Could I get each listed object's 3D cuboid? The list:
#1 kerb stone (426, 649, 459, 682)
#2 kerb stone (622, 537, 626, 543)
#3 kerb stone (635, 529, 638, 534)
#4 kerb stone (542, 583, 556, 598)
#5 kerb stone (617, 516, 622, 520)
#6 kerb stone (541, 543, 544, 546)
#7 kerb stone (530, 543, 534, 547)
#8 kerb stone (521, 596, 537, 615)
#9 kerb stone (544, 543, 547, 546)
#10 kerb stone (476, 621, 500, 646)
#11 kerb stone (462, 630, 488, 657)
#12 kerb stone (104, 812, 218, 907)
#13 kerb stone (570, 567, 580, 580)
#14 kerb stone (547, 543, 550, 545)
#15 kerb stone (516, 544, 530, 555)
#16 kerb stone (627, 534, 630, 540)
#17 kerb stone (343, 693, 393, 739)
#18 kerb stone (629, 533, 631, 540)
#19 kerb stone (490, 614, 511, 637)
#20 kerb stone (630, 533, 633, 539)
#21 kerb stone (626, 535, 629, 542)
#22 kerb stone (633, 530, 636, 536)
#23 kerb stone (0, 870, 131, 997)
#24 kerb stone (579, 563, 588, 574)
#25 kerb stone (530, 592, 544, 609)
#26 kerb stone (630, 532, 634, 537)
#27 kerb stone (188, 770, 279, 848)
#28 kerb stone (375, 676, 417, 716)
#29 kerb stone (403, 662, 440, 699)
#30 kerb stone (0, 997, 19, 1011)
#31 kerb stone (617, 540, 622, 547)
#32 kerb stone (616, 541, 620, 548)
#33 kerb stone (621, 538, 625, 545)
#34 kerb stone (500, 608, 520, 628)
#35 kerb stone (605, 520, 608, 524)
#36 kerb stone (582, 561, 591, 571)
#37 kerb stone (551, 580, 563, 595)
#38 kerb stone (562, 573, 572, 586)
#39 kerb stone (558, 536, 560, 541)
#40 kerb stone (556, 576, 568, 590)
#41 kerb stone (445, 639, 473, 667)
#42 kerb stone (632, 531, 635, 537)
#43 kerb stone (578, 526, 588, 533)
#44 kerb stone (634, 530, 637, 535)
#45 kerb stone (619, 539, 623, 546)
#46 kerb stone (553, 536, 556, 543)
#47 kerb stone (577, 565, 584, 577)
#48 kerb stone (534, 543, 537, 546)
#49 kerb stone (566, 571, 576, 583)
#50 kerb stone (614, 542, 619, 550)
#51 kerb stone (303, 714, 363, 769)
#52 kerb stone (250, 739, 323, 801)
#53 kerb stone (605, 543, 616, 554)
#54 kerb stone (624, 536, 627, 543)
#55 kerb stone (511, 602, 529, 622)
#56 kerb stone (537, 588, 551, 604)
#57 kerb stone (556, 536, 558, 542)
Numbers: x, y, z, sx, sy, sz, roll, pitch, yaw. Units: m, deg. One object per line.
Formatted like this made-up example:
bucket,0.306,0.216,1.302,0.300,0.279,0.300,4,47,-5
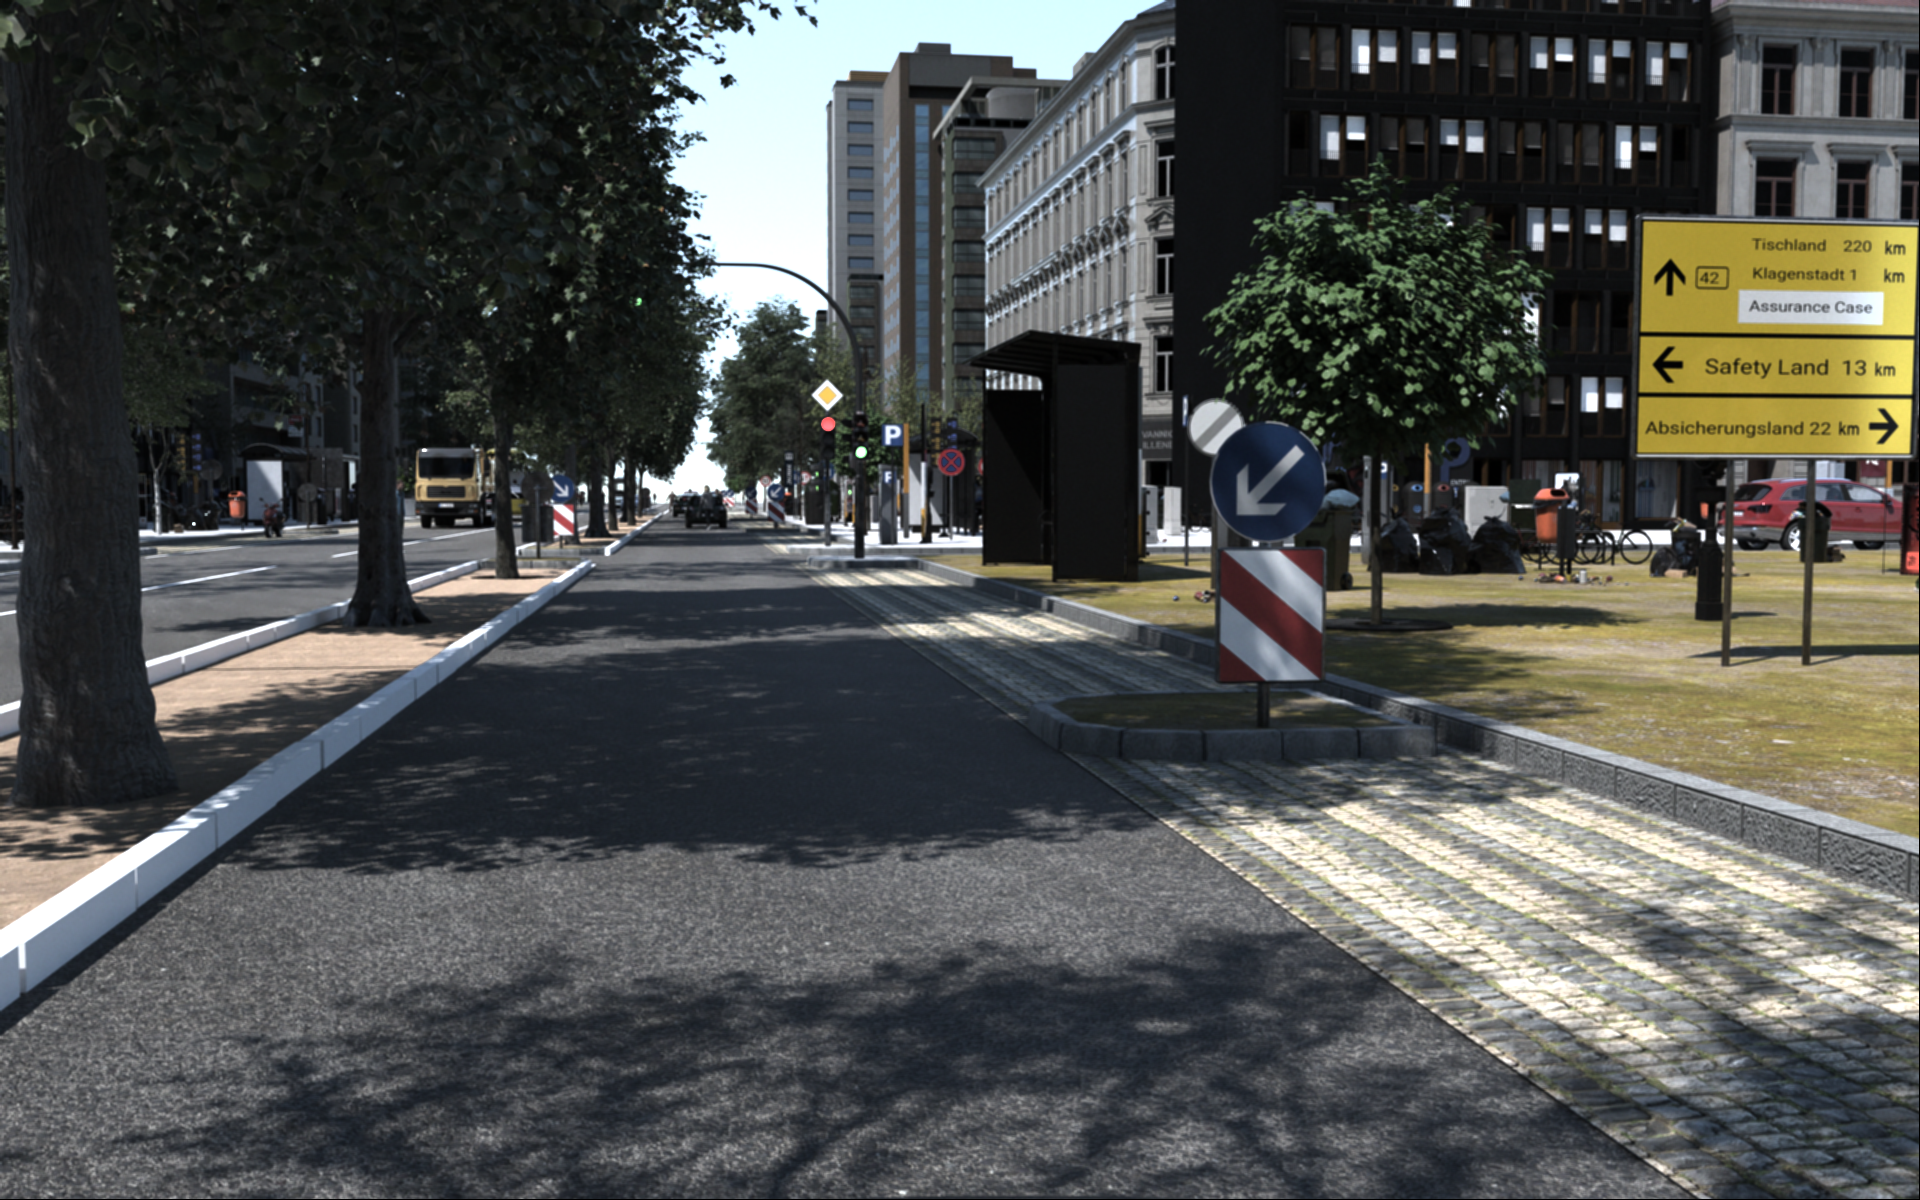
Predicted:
kerb stone,-4.076,0.528,13.567,0.120,0.150,1.000,-1,4,-9
kerb stone,-9.517,-1.615,48.593,0.120,0.150,1.000,-1,4,-9
kerb stone,-11.085,-2.233,58.711,0.120,0.150,1.000,-1,4,-9
kerb stone,-5.662,-0.093,23.713,0.120,0.150,1.000,-1,4,-9
kerb stone,-19.758,-4.812,100.889,0.120,0.150,1.000,-1,4,-9
kerb stone,-11.267,-1.466,46.168,0.120,0.150,1.000,-1,4,-9
kerb stone,-10.790,-1.281,43.132,0.120,0.150,1.000,-1,4,-9
kerb stone,-5.181,0.093,20.675,0.120,0.150,1.000,-1,4,-9
kerb stone,-11.423,-1.528,47.180,0.120,0.150,1.000,-1,4,-9
kerb stone,-4.552,0.341,16.621,0.120,0.150,1.000,-1,4,-9
kerb stone,-4.400,0.406,15.601,0.120,0.150,1.000,-1,4,-9
kerb stone,-2.980,0.968,6.470,0.120,0.150,1.000,-1,4,-9
kerb stone,-6.444,-0.402,28.766,0.120,0.150,1.000,-1,4,-9
kerb stone,-11.583,-1.588,48.189,0.120,0.150,1.000,-1,4,-9
kerb stone,-10.635,-1.217,42.122,0.120,0.150,1.000,-1,4,-9
kerb stone,-9.991,-1.801,51.635,0.120,0.150,1.000,-1,4,-9
kerb stone,-3.608,0.716,10.524,0.120,0.150,1.000,-1,4,-9
kerb stone,-10.145,-1.861,52.647,0.120,0.150,1.000,-1,4,-9
kerb stone,-4.713,0.279,17.635,0.120,0.150,1.000,-1,4,-9
kerb stone,-10.296,-1.920,53.659,0.120,0.150,1.000,-1,4,-9
kerb stone,-9.825,-1.737,50.617,0.120,0.150,1.000,-1,4,-9
kerb stone,-10.771,-2.110,56.691,0.120,0.150,1.000,-1,4,-9
kerb stone,-2.818,1.027,5.455,0.120,0.150,1.000,-1,4,-9
kerb stone,-6.749,-0.526,30.799,0.120,0.150,1.000,-1,4,-9
kerb stone,-5.339,0.031,21.687,0.120,0.150,1.000,-1,4,-9
kerb stone,-10.460,-1.983,54.671,0.120,0.150,1.000,-1,4,-9
kerb stone,-3.136,0.903,7.481,0.120,0.150,1.000,-1,4,-9
kerb stone,-3.772,0.654,11.533,0.120,0.150,1.000,-1,4,-9
kerb stone,-3.925,0.590,12.551,0.120,0.150,1.000,-1,4,-9
kerb stone,-2.663,1.088,4.432,0.120,0.150,1.000,-1,4,-9
kerb stone,-9.041,-1.428,45.557,0.120,0.150,1.000,-1,4,-9
kerb stone,-8.889,-1.367,44.546,0.120,0.150,1.000,-1,4,-9
kerb stone,-9.359,-1.552,47.578,0.120,0.150,1.000,-1,4,-9
kerb stone,-4.881,0.217,18.647,0.120,0.150,1.000,-1,4,-9
kerb stone,-17.560,-3.945,86.699,0.120,0.150,1.000,-1,4,-9
kerb stone,-6.917,-0.584,31.807,0.120,0.150,1.000,-1,4,-9
kerb stone,-5.806,-0.155,24.725,0.120,0.150,1.000,-1,4,-9
kerb stone,-6.126,-0.278,26.746,0.120,0.150,1.000,-1,4,-9
kerb stone,-12.210,-1.833,52.246,0.120,0.150,1.000,-1,4,-9
kerb stone,-5.968,-0.217,25.736,0.120,0.150,1.000,-1,4,-9
kerb stone,-4.244,0.466,14.581,0.120,0.150,1.000,-1,4,-9
kerb stone,-10.614,-2.048,55.681,0.120,0.150,1.000,-1,4,-9
kerb stone,-14.257,-2.644,65.430,0.120,0.150,1.000,-1,4,-9
kerb stone,-10.933,-2.172,57.700,0.120,0.150,1.000,-1,4,-9
kerb stone,-9.207,-1.491,46.567,0.120,0.150,1.000,-1,4,-9
kerb stone,-11.890,-1.709,50.213,0.120,0.150,1.000,-1,4,-9
kerb stone,-6.596,-0.464,29.784,0.120,0.150,1.000,-1,4,-9
kerb stone,-10.947,-1.340,44.147,0.120,0.150,1.000,-1,4,-9
kerb stone,-6.287,-0.332,27.756,0.120,0.150,1.000,-1,4,-9
kerb stone,-8.727,-1.305,43.537,0.120,0.150,1.000,-1,4,-9
kerb stone,-3.449,0.776,9.507,0.120,0.150,1.000,-1,4,-9
kerb stone,-3.303,0.838,8.490,0.120,0.150,1.000,-1,4,-9
kerb stone,-8.581,-1.243,42.525,0.120,0.150,1.000,-1,4,-9
kerb stone,-9.680,-1.673,49.602,0.120,0.150,1.000,-1,4,-9
kerb stone,-5.028,0.159,19.662,0.120,0.150,1.000,-1,4,-9
kerb stone,-5.500,-0.024,22.699,0.120,0.150,1.000,-1,4,-9
kerb stone,-12.053,-1.776,51.233,0.120,0.150,1.000,-1,4,-9
